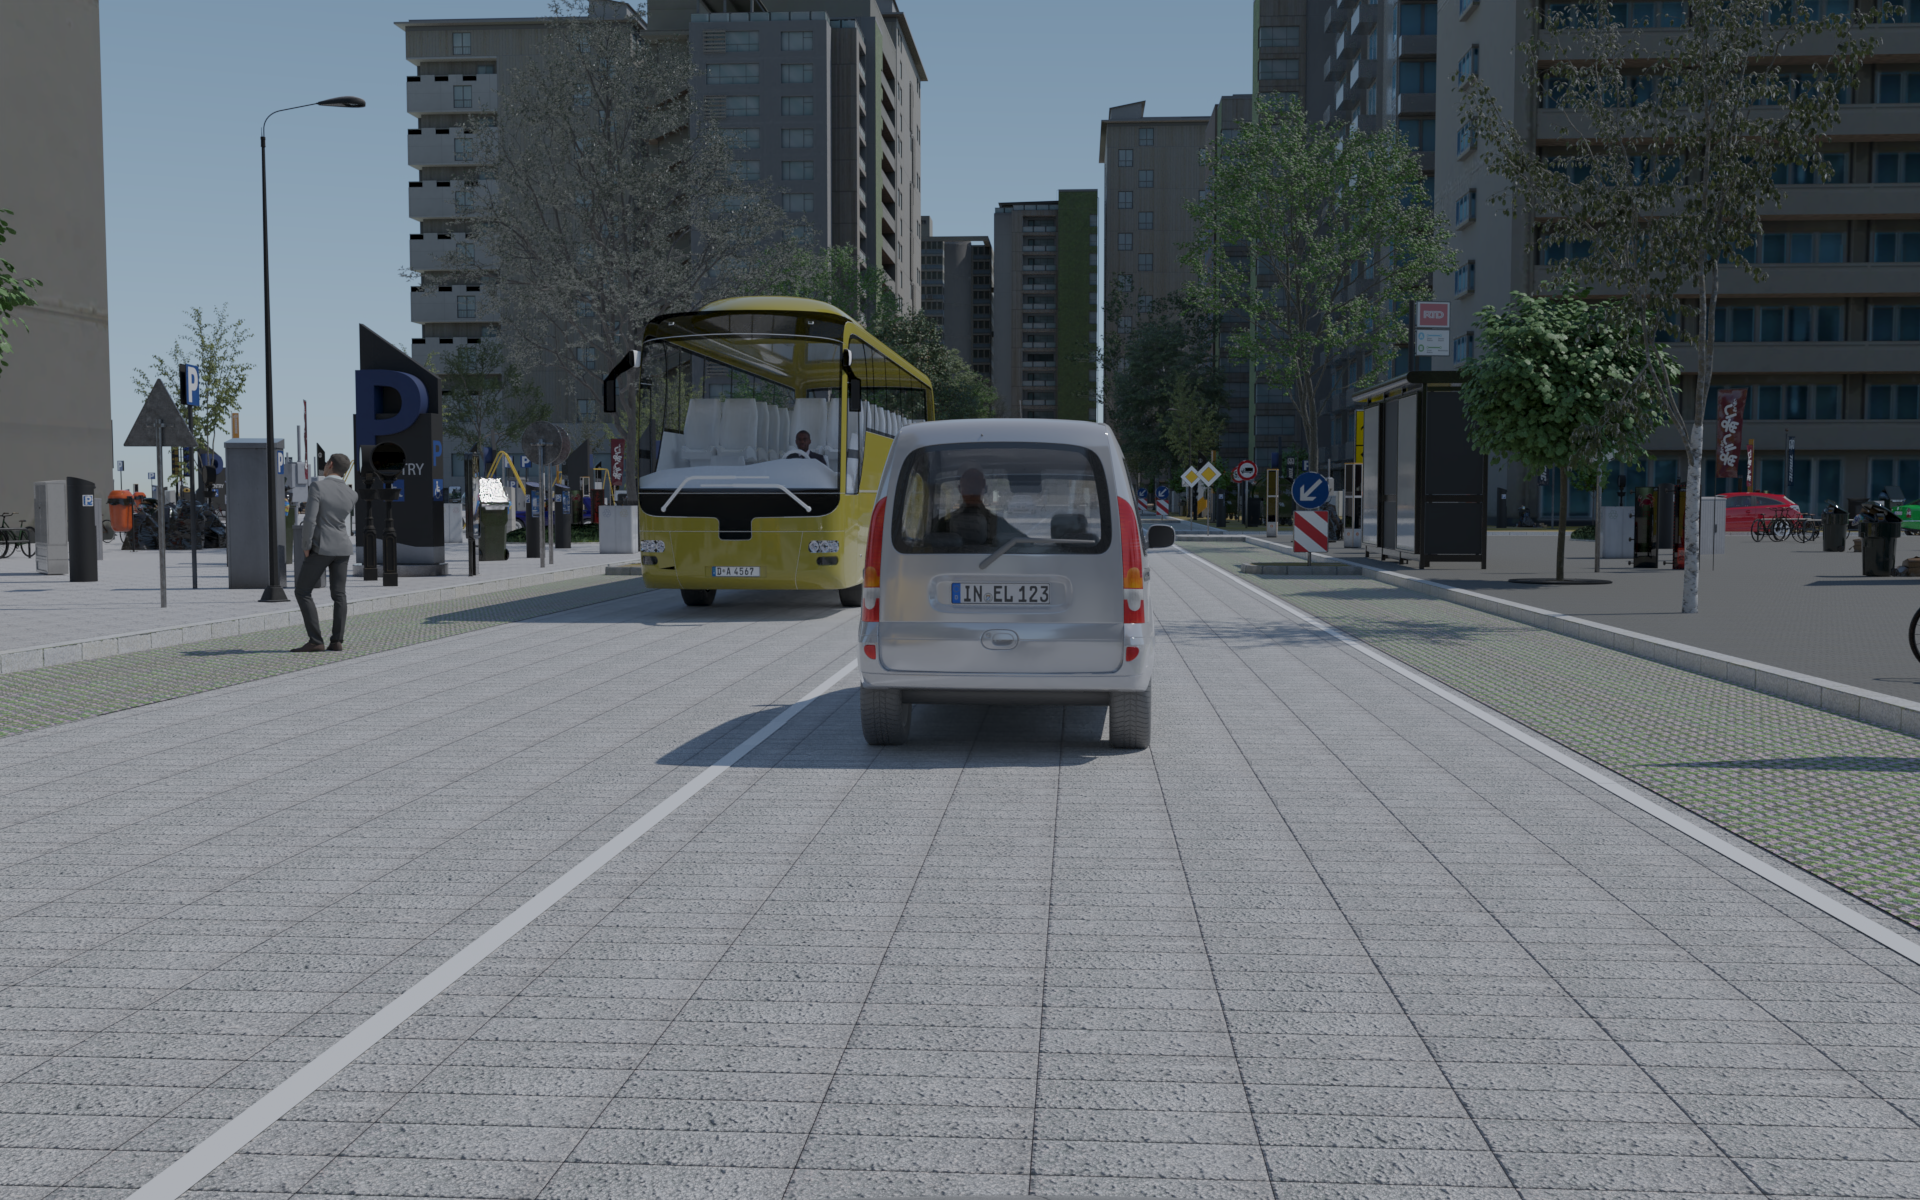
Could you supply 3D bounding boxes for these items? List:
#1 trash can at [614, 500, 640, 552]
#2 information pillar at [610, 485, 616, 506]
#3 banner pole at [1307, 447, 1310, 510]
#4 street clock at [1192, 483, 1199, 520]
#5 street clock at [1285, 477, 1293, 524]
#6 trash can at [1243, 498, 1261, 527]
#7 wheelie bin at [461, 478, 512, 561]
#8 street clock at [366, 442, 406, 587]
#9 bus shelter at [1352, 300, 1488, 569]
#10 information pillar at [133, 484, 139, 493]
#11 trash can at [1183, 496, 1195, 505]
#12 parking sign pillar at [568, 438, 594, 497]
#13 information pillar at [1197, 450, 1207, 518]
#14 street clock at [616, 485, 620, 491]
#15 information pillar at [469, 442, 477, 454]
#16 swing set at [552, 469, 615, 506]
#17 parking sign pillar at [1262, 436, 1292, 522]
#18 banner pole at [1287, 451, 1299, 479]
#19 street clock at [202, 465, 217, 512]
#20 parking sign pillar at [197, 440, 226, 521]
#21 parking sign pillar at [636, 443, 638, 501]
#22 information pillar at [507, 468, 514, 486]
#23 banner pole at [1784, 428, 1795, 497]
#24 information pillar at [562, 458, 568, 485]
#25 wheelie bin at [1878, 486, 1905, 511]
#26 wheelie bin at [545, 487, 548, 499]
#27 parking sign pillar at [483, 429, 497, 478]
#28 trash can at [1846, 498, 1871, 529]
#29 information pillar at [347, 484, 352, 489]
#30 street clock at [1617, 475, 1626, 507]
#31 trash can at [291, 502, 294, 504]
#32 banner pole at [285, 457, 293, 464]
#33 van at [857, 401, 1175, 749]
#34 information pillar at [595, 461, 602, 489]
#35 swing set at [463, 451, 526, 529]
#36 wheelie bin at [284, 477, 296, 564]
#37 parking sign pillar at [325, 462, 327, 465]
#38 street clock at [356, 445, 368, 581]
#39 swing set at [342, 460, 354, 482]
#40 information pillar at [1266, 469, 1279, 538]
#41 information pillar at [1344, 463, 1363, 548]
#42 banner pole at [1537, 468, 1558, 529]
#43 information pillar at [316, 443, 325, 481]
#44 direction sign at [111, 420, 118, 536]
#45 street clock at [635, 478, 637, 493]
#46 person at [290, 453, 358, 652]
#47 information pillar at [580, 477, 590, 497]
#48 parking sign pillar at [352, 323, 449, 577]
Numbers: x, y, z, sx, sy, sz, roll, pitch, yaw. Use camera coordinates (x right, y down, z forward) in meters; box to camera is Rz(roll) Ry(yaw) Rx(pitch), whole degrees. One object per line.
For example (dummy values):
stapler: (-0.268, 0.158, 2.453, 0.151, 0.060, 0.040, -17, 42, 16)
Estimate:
trash can: (-7.358, -1.652, 38.661, 0.748, 1.137, 0.748, 0, 3, 0)
information pillar: (-21.862, -6.398, 109.093, 0.304, 2.012, 0.304, 0, 4, 2)
banner pole: (16.803, -5.704, 83.278, 0.401, 3.779, 0.863, 0, 4, 3)
street clock: (11.531, -4.911, 84.870, 0.358, 2.002, 0.471, 1, 4, 15)
street clock: (14.101, -4.277, 74.503, 0.471, 2.002, 0.358, 3, 4, 38)
trash can: (11.387, -3.414, 67.465, 0.748, 1.137, 0.748, 0, 3, 0)
wheelie bin: (-9.130, -1.552, 33.285, 0.693, 1.594, 0.980, 3, 5, 44)
street clock: (-7.928, -1.191, 24.046, 0.471, 2.002, 0.358, -2, 4, -24)
bus shelter: (8.944, -3.425, 33.634, 2.179, 5.291, 8.768, 0, 4, 4)
information pillar: (-58.586, -7.258, 123.152, 0.304, 2.012, 0.304, -3, 5, -40)
trash can: (14.060, -5.776, 106.084, 0.748, 1.137, 0.748, 0, 3, 0)
parking sign pillar: (-18.488, -5.871, 84.458, 1.447, 3.967, 1.447, 2, 4, 31)
information pillar: (12.892, -6.172, 92.274, 0.504, 3.616, 0.183, 2, 4, 24)
street clock: (-24.653, -7.318, 124.223, 0.358, 2.002, 0.471, 2, 4, 29)
information pillar: (-21.858, -5.291, 77.866, 0.183, 3.616, 0.504, 2, 4, 24)
swing set: (-22.866, -6.649, 106.333, 3.119, 2.851, 2.862, -2, 4, -35)
parking sign pillar: (14.721, -5.626, 80.463, 1.447, 3.967, 1.447, 1, 4, 9)
banner pole: (19.358, -6.760, 100.545, 0.863, 3.779, 0.401, 1, 4, 15)
street clock: (-18.913, -2.391, 43.670, 0.358, 2.002, 0.471, -3, 4, -38)
parking sign pillar: (-36.142, -5.822, 83.667, 1.447, 3.967, 1.447, 2, 4, 24)
parking sign pillar: (-11.270, -4.553, 62.914, 1.447, 3.967, 1.447, -3, 4, -36)
information pillar: (-27.763, -7.076, 107.040, 0.504, 3.616, 0.183, 2, 4, 23)
banner pole: (31.575, -4.646, 65.987, 0.863, 3.779, 0.401, -3, 4, -37)
information pillar: (-22.516, -6.579, 98.929, 0.504, 3.616, 0.183, 0, 4, -8)
wheelie bin: (35.582, -3.567, 66.221, 0.980, 1.594, 0.693, -1, 4, -9)
wheelie bin: (-17.985, -4.079, 74.605, 0.693, 1.594, 0.980, -3, 5, -41)
parking sign pillar: (-19.390, -5.081, 71.552, 1.447, 3.967, 1.447, -1, 4, -18)
trash can: (30.897, -2.932, 59.598, 0.748, 1.137, 0.748, 0, 3, 0)
information pillar: (-45.191, -7.574, 128.324, 0.304, 2.012, 0.304, -2, 4, -33)
street clock: (25.194, -3.756, 65.982, 0.358, 2.002, 0.471, 1, 4, 10)
trash can: (-30.286, -4.064, 78.106, 0.748, 1.137, 0.748, 0, 3, 0)
banner pole: (-39.928, -6.890, 102.664, 0.863, 3.779, 0.401, 0, 4, 0)
van: (0.394, -0.255, 11.177, 2.013, 2.044, 4.112, 0, 4, 5)
information pillar: (-25.163, -7.903, 120.571, 0.504, 3.616, 0.183, -2, 4, -33)
swing set: (-16.970, -4.084, 64.387, 2.862, 2.851, 3.119, -1, 4, -13)
wheelie bin: (-12.580, -1.449, 31.604, 0.980, 1.594, 0.693, 1, 4, 13)
parking sign pillar: (-48.579, -8.884, 133.732, 1.447, 3.967, 1.447, -1, 4, -18)
street clock: (-8.738, -1.287, 25.615, 0.358, 2.002, 0.471, -2, 4, -24)
swing set: (-26.910, -4.870, 77.248, 2.862, 2.851, 3.119, -1, 4, -22)
information pillar: (9.221, -2.851, 51.108, 0.304, 2.012, 0.304, 1, 4, 17)
information pillar: (9.318, -2.235, 41.038, 0.304, 2.012, 0.304, -2, 4, -34)
banner pole: (21.630, -4.511, 63.769, 0.401, 3.779, 0.863, -3, 5, -44)
information pillar: (-29.188, -5.370, 79.148, 0.183, 3.616, 0.504, 1, 4, 21)
direction sign: (-26.081, -3.736, 53.076, 0.379, 3.537, 0.876, -3, 5, -43)
street clock: (-13.301, -4.132, 72.133, 0.471, 2.002, 0.358, 0, 4, -1)
person: (-5.761, -0.429, 15.697, 0.592, 1.802, 0.473, -3, 5, -44)
information pillar: (-16.051, -4.260, 74.135, 0.304, 2.012, 0.304, -3, 4, -36)
parking sign pillar: (-8.828, -2.370, 27.227, 1.447, 3.967, 1.447, 0, 4, 8)
